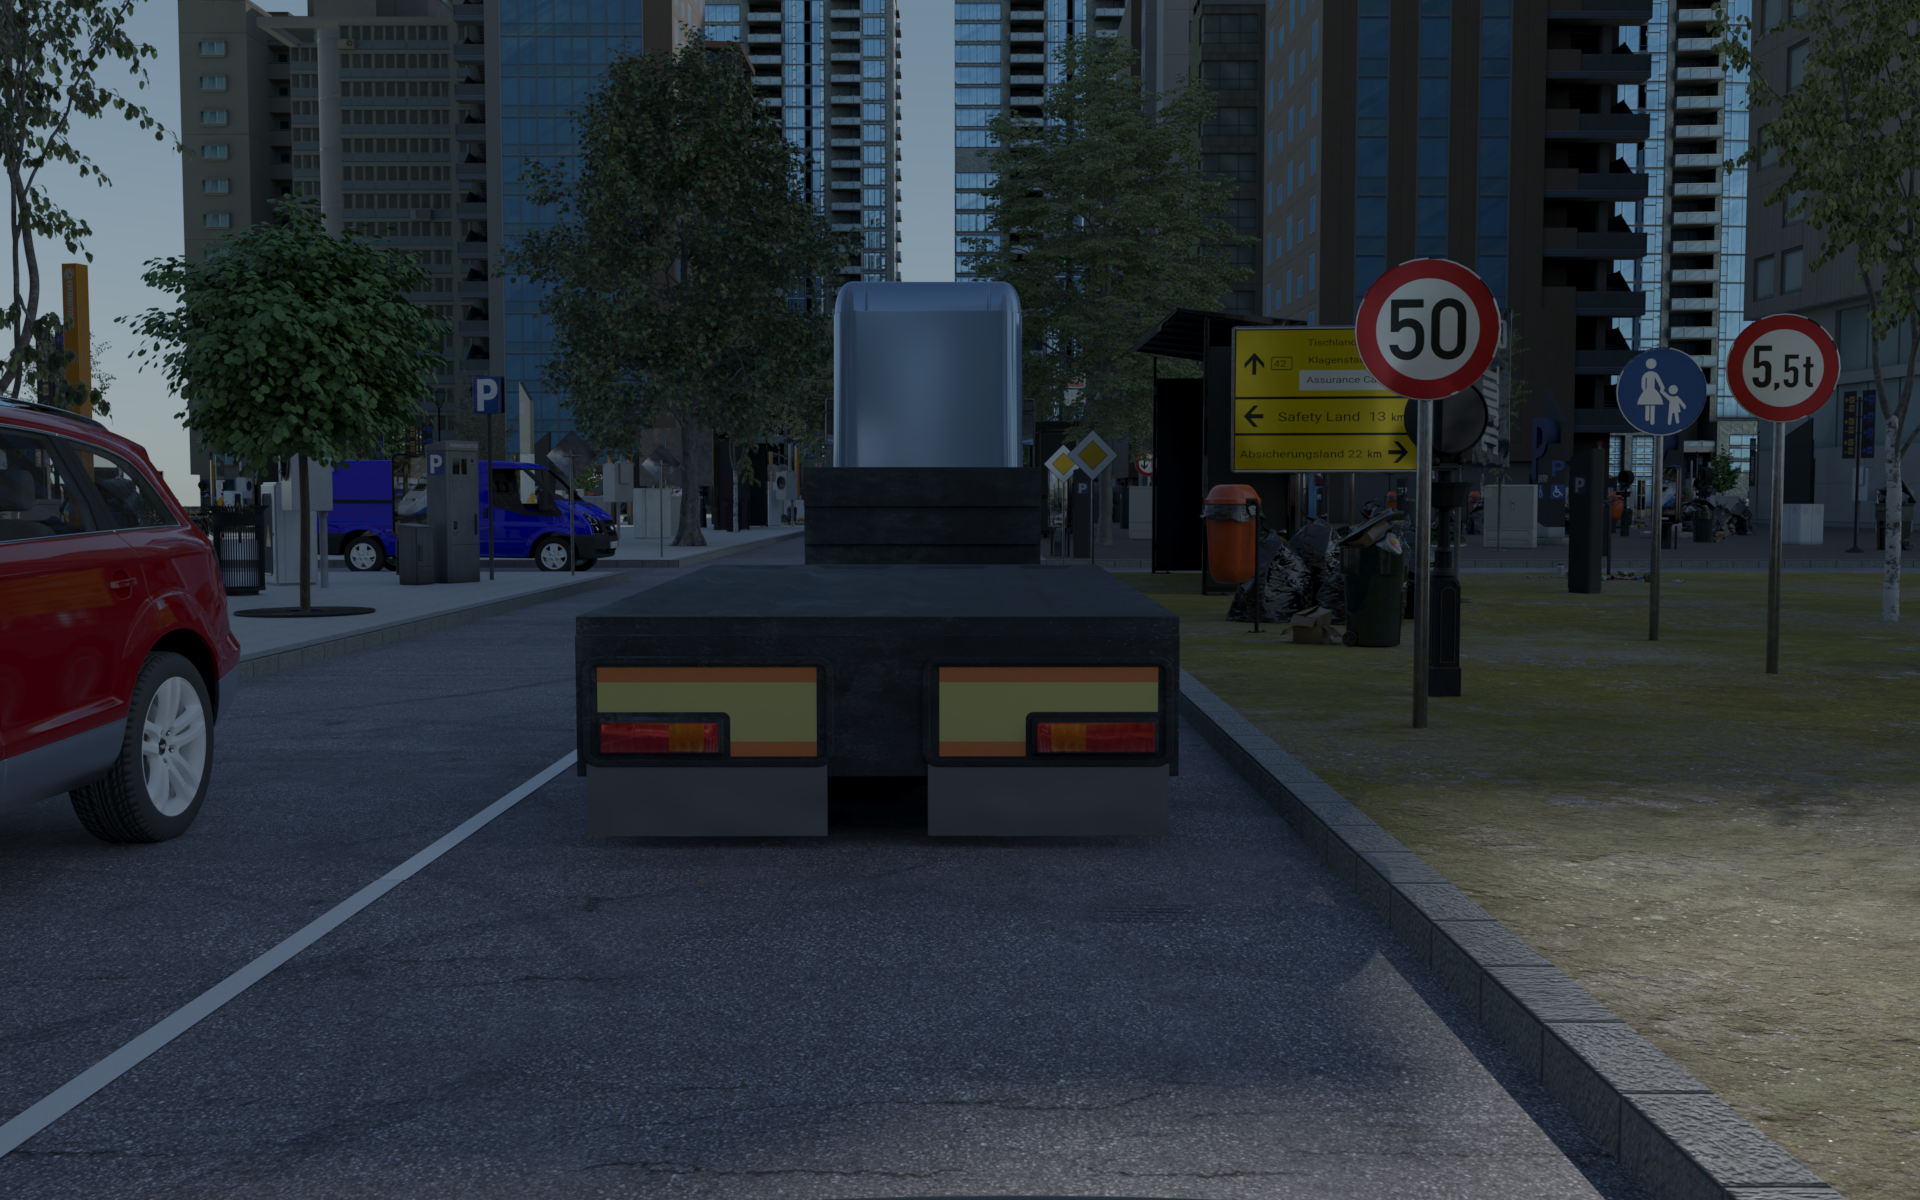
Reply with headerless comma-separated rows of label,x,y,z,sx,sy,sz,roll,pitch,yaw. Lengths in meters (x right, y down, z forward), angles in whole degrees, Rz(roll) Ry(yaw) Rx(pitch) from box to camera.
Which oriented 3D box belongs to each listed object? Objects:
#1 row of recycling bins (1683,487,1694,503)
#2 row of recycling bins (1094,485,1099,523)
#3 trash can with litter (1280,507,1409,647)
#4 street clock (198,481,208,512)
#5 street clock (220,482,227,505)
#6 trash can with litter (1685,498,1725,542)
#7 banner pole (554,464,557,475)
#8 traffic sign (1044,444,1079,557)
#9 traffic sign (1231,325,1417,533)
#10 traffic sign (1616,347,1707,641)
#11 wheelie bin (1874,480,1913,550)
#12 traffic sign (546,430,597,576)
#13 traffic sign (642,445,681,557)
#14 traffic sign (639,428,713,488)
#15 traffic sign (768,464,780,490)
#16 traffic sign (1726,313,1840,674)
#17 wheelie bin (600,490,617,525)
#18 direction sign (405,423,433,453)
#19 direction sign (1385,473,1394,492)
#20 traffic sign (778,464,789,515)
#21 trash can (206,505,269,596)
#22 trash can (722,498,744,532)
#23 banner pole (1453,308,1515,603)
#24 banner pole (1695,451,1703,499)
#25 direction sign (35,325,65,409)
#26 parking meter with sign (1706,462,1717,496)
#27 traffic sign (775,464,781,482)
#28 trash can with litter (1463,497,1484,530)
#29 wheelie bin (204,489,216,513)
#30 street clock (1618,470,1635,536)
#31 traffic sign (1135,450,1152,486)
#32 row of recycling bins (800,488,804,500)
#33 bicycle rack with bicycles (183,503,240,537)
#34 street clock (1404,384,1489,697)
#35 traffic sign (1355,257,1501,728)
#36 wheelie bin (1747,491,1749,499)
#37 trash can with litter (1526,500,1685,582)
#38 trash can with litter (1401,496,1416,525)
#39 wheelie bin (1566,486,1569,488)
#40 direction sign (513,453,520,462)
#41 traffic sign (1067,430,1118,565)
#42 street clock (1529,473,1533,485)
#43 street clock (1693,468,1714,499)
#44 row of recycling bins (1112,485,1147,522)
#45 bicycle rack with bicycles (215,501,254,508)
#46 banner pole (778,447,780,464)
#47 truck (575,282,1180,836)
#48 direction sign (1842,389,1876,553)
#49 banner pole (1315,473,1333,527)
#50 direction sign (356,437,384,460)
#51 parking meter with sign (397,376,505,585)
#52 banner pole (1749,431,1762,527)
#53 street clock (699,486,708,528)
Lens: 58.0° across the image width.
row of recycling bins,40.934,-5.638,99.296,1.069,1.692,3.534,0,4,-6
row of recycling bins,4.732,-4.230,76.268,3.534,1.692,1.069,-1,4,-9
trash can with litter,3.257,-0.202,14.682,1.055,1.170,0.624,2,4,26
street clock,-41.160,-5.482,94.202,0.471,2.002,0.358,0,4,-5
street clock,-42.785,-5.877,100.659,0.471,2.002,0.358,3,5,44
trash can with litter,19.916,-2.131,46.234,1.055,1.170,0.624,-2,4,-35
banner pole,-23.380,-6.657,98.856,0.863,3.779,0.401,0,4,3
traffic sign,2.091,-1.922,35.075,0.795,2.450,0.064,0,4,0
traffic sign,4.427,-1.659,20.992,2.265,3.308,0.079,0,4,6
traffic sign,6.087,-0.918,15.121,0.768,2.556,0.104,0,4,4
wheelie bin,21.373,-1.939,39.617,0.693,1.594,0.980,0,4,-4
traffic sign,-6.074,-1.437,27.131,0.795,2.450,0.064,0,4,0
traffic sign,-6.053,-1.925,35.116,0.795,2.450,0.064,0,4,0
traffic sign,-8.698,-3.623,53.114,2.265,3.308,0.079,0,4,1
traffic sign,-7.971,-4.475,73.279,0.768,2.556,0.104,0,4,7
traffic sign,5.812,-0.747,12.318,0.768,2.556,0.104,0,4,7
wheelie bin,-14.675,-3.970,72.818,0.693,1.594,0.980,3,5,42
direction sign,-17.136,-3.848,54.910,0.876,3.537,0.379,-3,4,-37
direction sign,17.452,-4.793,70.359,0.379,3.537,0.876,2,4,35
traffic sign,-7.597,-4.535,74.249,0.768,2.556,0.104,0,4,6
trash can,-9.150,-0.632,21.981,0.748,1.137,0.748,0,3,0
trash can,-7.686,-2.876,58.681,0.748,1.137,0.748,0,3,0
banner pole,6.127,-1.865,20.502,0.863,3.779,0.401,0,4,-7
banner pole,42.869,-6.759,100.532,0.401,3.779,0.863,0,4,-6
direction sign,-12.218,-1.922,23.416,0.876,3.537,0.379,3,4,36
parking meter with sign,40.327,-5.909,92.865,0.543,3.016,1.738,1,4,21
traffic sign,-7.743,-4.567,74.673,0.884,2.594,0.081,0,4,6
trash can with litter,18.695,-3.128,62.538,1.055,1.170,0.624,-3,5,-40
wheelie bin,-46.078,-6.015,106.247,0.693,1.594,0.980,-1,4,-12
street clock,20.205,-2.937,52.590,0.358,2.002,0.471,-1,4,-23
traffic sign,5.442,-3.059,50.121,0.768,2.556,0.104,0,4,3
row of recycling bins,-9.348,-5.605,98.755,1.069,1.692,3.534,0,4,-4
bicycle rack with bicycles,-23.642,-2.364,52.026,2.852,0.926,2.925,3,5,43
street clock,3.069,-0.393,10.989,0.471,2.002,0.358,0,4,-7
traffic sign,2.527,-0.571,9.437,0.768,2.556,0.104,1,4,8
wheelie bin,46.693,-5.753,101.966,0.693,1.594,0.980,1,4,16
trash can with litter,9.754,-0.909,25.916,1.678,1.210,2.233,-2,4,-28
trash can with litter,12.949,-2.465,51.361,2.233,1.210,1.678,0,4,7
wheelie bin,24.318,-3.740,69.064,0.980,1.594,0.693,-2,4,-35
direction sign,-24.267,-6.290,94.837,0.379,3.537,0.876,1,4,15
traffic sign,2.070,-1.434,27.090,0.795,2.450,0.064,0,4,0
street clock,19.775,-3.379,59.815,0.358,2.002,0.471,1,4,23
street clock,20.360,-2.615,47.332,0.358,2.002,0.471,0,4,-1
row of recycling bins,8.256,-4.426,79.471,3.534,1.692,1.069,-2,4,-34
bicycle rack with bicycles,-38.935,-4.768,91.338,2.925,0.926,2.852,0,4,-3
banner pole,-9.591,-6.245,92.130,0.401,3.779,0.863,0,4,-2
truck,-0.378,-1.617,16.196,2.967,4.110,18.799,0,4,0
direction sign,19.667,-2.810,37.948,0.379,3.537,0.876,-1,4,-16
banner pole,14.114,-4.725,67.270,0.863,3.779,0.401,-2,4,-23
direction sign,-19.658,-4.023,57.777,0.876,3.537,0.379,0,4,-8
parking meter with sign,-7.361,-1.760,25.034,0.543,3.016,1.738,2,4,27
banner pole,31.280,-4.782,68.208,0.863,3.779,0.401,-3,4,-36
street clock,-9.766,-3.751,65.906,0.471,2.002,0.358,3,5,44
